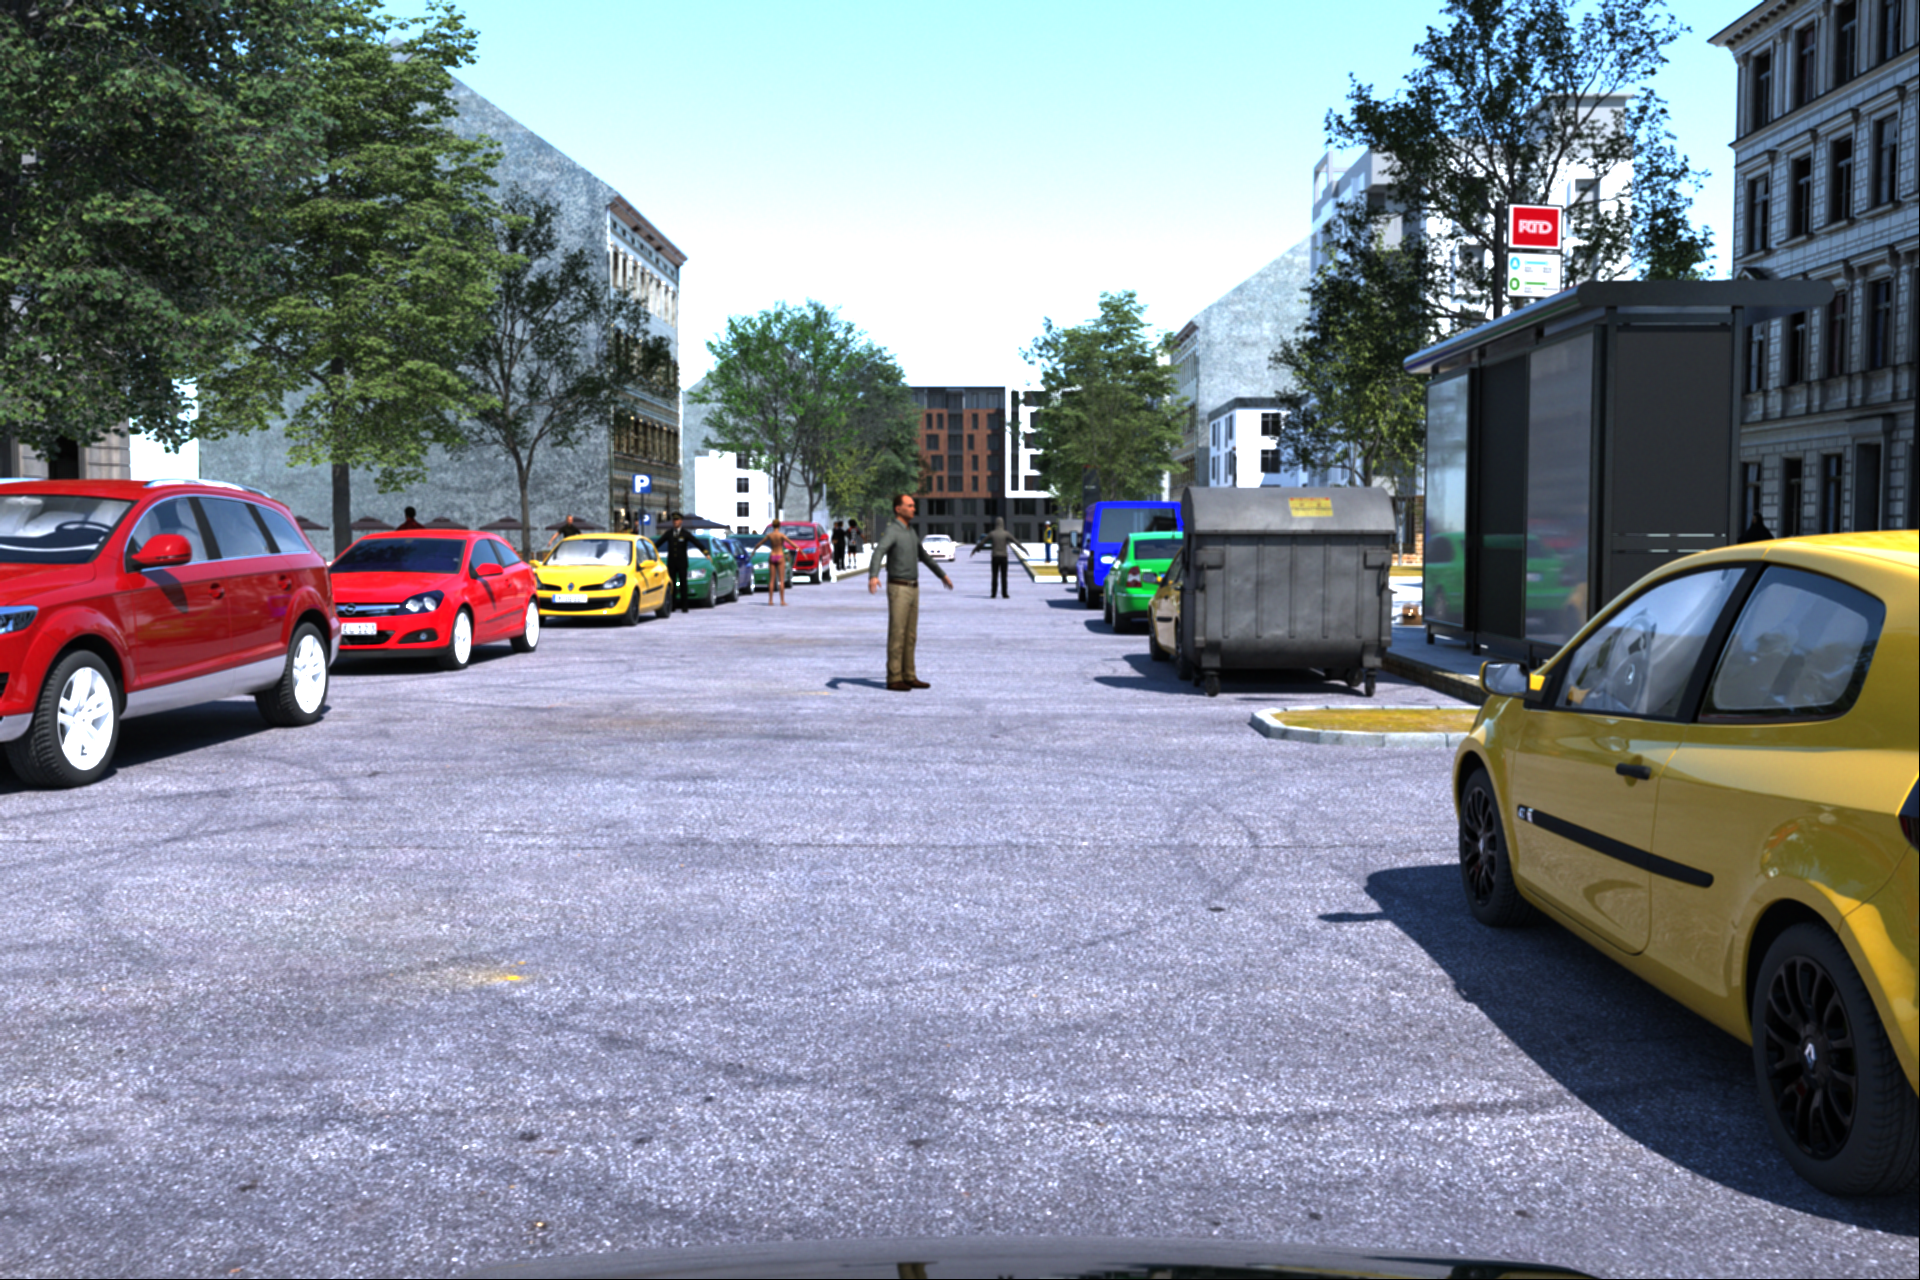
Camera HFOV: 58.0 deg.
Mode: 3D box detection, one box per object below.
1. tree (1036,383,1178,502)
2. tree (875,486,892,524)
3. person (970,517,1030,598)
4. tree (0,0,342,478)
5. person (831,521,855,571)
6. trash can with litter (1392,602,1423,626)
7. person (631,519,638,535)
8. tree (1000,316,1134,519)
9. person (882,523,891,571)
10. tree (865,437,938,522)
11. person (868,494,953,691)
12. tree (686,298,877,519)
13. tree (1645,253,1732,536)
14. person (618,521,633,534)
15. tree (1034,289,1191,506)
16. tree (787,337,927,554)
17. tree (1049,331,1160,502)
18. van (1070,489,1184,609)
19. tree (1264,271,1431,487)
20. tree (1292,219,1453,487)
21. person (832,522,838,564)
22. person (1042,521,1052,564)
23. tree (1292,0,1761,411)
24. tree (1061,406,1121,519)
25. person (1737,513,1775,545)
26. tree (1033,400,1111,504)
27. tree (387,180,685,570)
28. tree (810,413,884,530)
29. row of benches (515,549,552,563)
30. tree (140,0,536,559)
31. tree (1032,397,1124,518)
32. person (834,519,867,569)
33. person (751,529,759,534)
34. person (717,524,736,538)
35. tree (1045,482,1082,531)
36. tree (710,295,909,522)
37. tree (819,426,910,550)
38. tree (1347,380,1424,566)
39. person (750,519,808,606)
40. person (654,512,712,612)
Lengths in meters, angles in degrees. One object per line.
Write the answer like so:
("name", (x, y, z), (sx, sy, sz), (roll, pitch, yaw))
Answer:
("tree", (8.463, -10.153, 100.419), (8.767, 10.594, 7.601), (1, 4, 9))
("tree", (-6.134, -12.644, 157.094), (4.360, 8.622, 3.978), (0, 3, 0))
("person", (0.887, -1.842, 38.694), (1.348, 1.813, 0.705), (1, 4, 8))
("tree", (-11.879, -6.984, 20.849), (9.857, 13.997, 8.962), (0, 3, 0))
("person", (-4.136, -3.315, 60.920), (1.216, 1.740, 0.721), (3, 5, 42))
("trash can with litter", (6.605, -0.783, 24.195), (1.055, 1.170, 0.624), (0, 4, 2))
("person", (-11.113, -3.277, 59.762), (1.347, 1.806, 0.705), (3, 4, 36))
("tree", (9.430, -17.948, 149.337), (12.611, 20.169, 13.585), (0, 3, 0))
("person", (-2.715, -3.593, 66.986), (0.705, 1.856, 1.354), (-1, 4, -12))
("tree", (-5.916, -13.056, 147.885), (8.767, 10.594, 7.601), (0, 4, 6))
("person", (-0.500, -0.442, 15.948), (0.705, 1.796, 1.348), (2, 4, 31))
("tree", (-7.802, -9.141, 75.206), (9.928, 11.665, 9.643), (0, 3, 0))
("tree", (28.144, -9.180, 68.218), (7.486, 12.596, 7.792), (0, 3, 0))
("person", (-14.119, -4.131, 73.315), (1.354, 1.858, 0.705), (0, 4, -6))
("tree", (7.072, -9.933, 80.536), (7.486, 12.596, 7.792), (0, 3, 0))
("tree", (-6.686, -12.686, 114.075), (9.857, 13.997, 8.962), (0, 3, 0))
("tree", (5.360, -6.873, 62.731), (4.360, 8.622, 3.978), (0, 3, 0))
("van", (3.394, -1.865, 34.881), (2.240, 2.365, 5.245), (0, 4, 1))
("tree", (14.089, -7.711, 60.483), (7.601, 10.594, 8.767), (1, 4, 18))
("tree", (9.863, -5.583, 41.644), (4.737, 8.622, 4.395), (0, 3, 0))
("person", (-5.284, -4.160, 74.239), (0.704, 1.802, 1.346), (1, 4, 14))
("person", (3.778, -4.229, 75.106), (0.705, 1.833, 1.349), (0, 4, -5))
("tree", (8.796, -5.689, 27.434), (7.601, 10.594, 8.767), (1, 4, 14))
("tree", (7.419, -8.695, 92.519), (4.737, 8.622, 4.395), (0, 3, 0))
("person", (17.236, -1.887, 37.640), (0.721, 1.737, 1.214), (-2, 4, -23))
("tree", (8.069, -10.993, 114.153), (7.601, 10.594, 8.767), (-3, 5, -41))
("tree", (-11.229, -6.774, 45.163), (8.767, 10.594, 7.601), (0, 4, 1))
("tree", (-6.714, -9.068, 98.623), (4.737, 8.622, 4.395), (0, 3, 0))
("row of benches", (-18.107, -3.386, 70.816), (4.104, 0.672, 1.422), (-3, 5, -40))
("tree", (-12.156, -7.055, 33.481), (7.486, 12.596, 7.792), (0, 3, 0))
("tree", (9.107, -12.386, 128.274), (9.928, 11.665, 9.643), (0, 3, 0))
("person", (-4.036, -3.569, 64.493), (1.345, 1.843, 0.704), (-2, 4, -32))
("person", (-6.672, -2.839, 55.681), (0.599, 1.433, 0.991), (2, 4, 25))
("person", (-12.214, -5.210, 91.375), (1.347, 1.806, 0.705), (-1, 4, -16))
("tree", (8.850, -11.477, 138.019), (4.737, 8.622, 4.395), (0, 3, 0))
("tree", (-7.512, -10.883, 88.300), (12.009, 13.543, 11.850), (0, 3, 0))
("tree", (-7.118, -12.377, 136.775), (7.601, 10.594, 8.767), (3, 5, 41))
("tree", (17.848, -7.288, 69.515), (4.360, 8.622, 3.978), (0, 3, 0))
("person", (-3.655, -1.563, 34.807), (1.217, 1.733, 0.721), (1, 4, 14))
("person", (-5.171, -1.424, 31.668), (1.347, 1.837, 0.705), (0, 4, 5))
